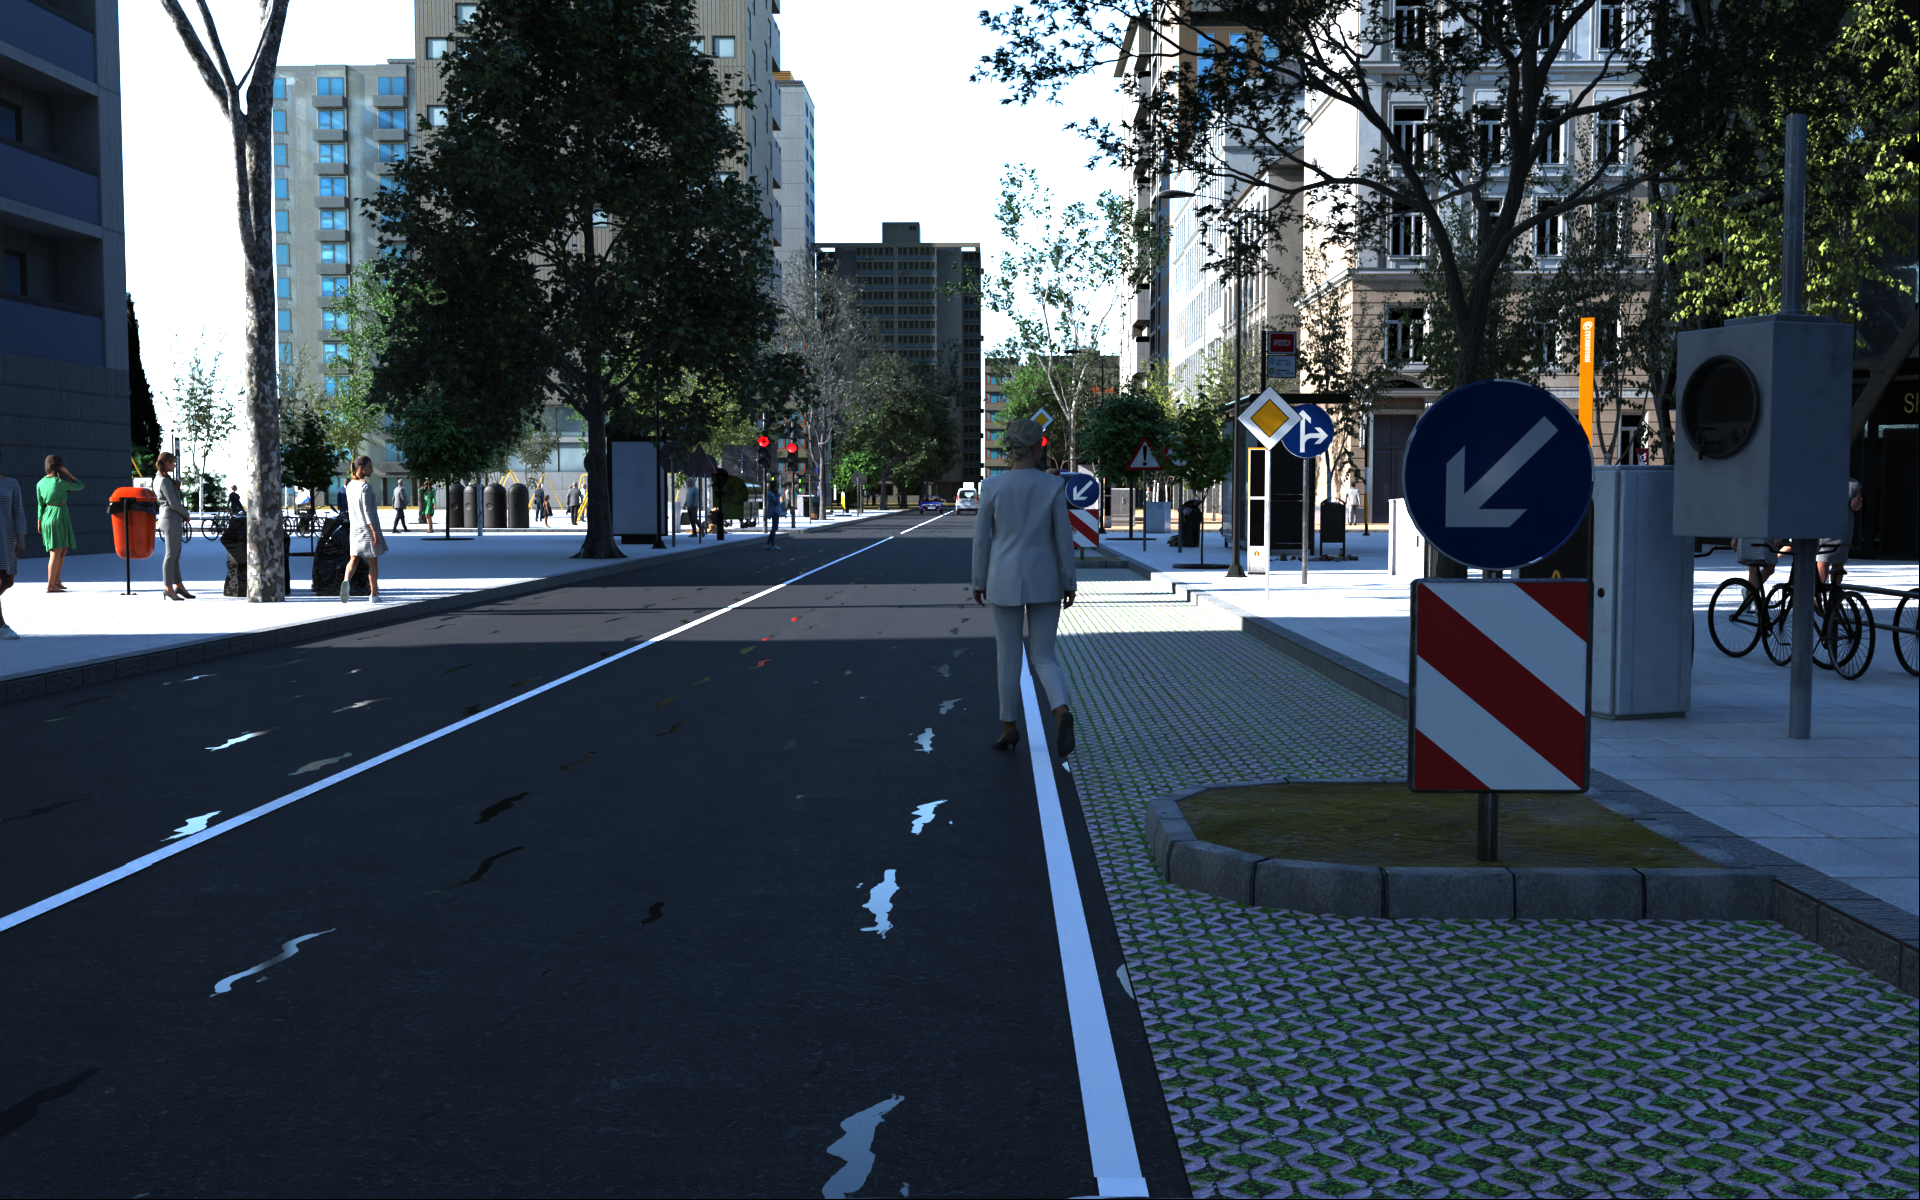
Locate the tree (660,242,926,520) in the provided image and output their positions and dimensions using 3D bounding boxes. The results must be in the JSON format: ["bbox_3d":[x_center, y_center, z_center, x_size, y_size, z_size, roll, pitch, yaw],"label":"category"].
[{"bbox_3d":[-6.931,-10.692,85.188,12.009,13.543,11.850,0,3,0],"label":"tree"}]

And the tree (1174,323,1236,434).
[{"bbox_3d":[11.636,-7.353,70.577,4.360,8.622,3.978,0,3,0],"label":"tree"}]

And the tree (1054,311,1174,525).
[{"bbox_3d":[5.866,-7.355,70.616,4.360,8.622,3.978,0,3,0],"label":"tree"}]

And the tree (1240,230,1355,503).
[{"bbox_3d":[10.640,-6.011,48.636,4.360,8.622,3.978,0,3,0],"label":"tree"}]

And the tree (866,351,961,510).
[{"bbox_3d":[-5.944,-13.416,136.354,9.611,12.733,9.660,0,3,0],"label":"tree"}]

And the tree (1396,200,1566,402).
[{"bbox_3d":[12.825,-5.688,43.354,4.737,8.622,4.395,0,3,0],"label":"tree"}]

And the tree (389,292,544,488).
[{"bbox_3d":[-27.136,-11.537,95.290,9.857,13.997,8.962,0,3,0],"label":"tree"}]

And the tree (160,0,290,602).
[{"bbox_3d":[-9.713,-10.060,20.367,12.611,20.169,13.585,0,3,0],"label":"tree"}]

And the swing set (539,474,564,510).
[{"bbox_3d":[-33.110,-8.598,138.204,2.862,2.851,3.119,-1,4,-13],"label":"swing set"}]

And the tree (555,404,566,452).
[{"bbox_3d":[-33.157,-11.206,133.582,4.360,8.622,3.978,0,3,0],"label":"tree"}]

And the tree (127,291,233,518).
[{"bbox_3d":[-56.906,-13.075,115.593,13.155,14.587,18.604,0,4,-6],"label":"tree"}]

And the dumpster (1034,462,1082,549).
[{"bbox_3d":[2.202,-2.444,44.911,1.985,2.255,1.502,0,4,1],"label":"dumpster"}]

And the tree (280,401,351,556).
[{"bbox_3d":[-13.590,-2.546,36.225,1.663,3.219,1.824,0,3,0],"label":"tree"}]

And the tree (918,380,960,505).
[{"bbox_3d":[-4.402,-17.673,195.608,9.857,13.997,8.962,0,3,0],"label":"tree"}]

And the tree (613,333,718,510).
[{"bbox_3d":[-12.400,-7.301,69.731,4.737,8.622,4.395,0,3,0],"label":"tree"}]

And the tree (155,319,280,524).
[{"bbox_3d":[-32.265,-7.550,73.798,4.360,8.622,3.978,0,3,0],"label":"tree"}]

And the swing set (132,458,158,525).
[{"bbox_3d":[-32.574,-4.268,67.406,2.862,2.851,3.119,-2,4,-32],"label":"swing set"}]

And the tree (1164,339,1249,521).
[{"bbox_3d":[12.092,-8.081,82.487,4.737,8.622,4.395,0,3,0],"label":"tree"}]

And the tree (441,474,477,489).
[{"bbox_3d":[-32.670,-10.192,116.998,4.737,8.622,4.395,0,3,0],"label":"tree"}]

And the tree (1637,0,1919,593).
[{"bbox_3d":[11.039,-4.408,22.436,4.737,8.622,4.395,0,3,0],"label":"tree"}]

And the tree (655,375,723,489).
[{"bbox_3d":[-15.590,-9.011,97.695,4.360,8.622,3.978,0,3,0],"label":"tree"}]

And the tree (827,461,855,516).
[{"bbox_3d":[-6.807,-6.555,101.775,1.663,3.219,1.824,0,3,0],"label":"tree"}]

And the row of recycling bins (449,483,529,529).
[{"bbox_3d":[-17.819,-3.556,65.247,3.534,1.692,1.069,1,4,19],"label":"row of recycling bins"}]

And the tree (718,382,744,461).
[{"bbox_3d":[-16.451,-9.597,107.277,4.737,8.622,4.395,0,3,0],"label":"tree"}]

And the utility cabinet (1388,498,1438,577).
[{"bbox_3d":[7.106,-0.967,26.968,0.306,1.237,1.020,-2,4,-25],"label":"utility cabinet"}]

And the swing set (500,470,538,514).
[{"bbox_3d":[-29.122,-7.001,112.083,2.862,2.851,3.119,-1,4,-9],"label":"swing set"}]

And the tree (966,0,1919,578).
[{"bbox_3d":[4.209,-4.898,14.492,8.767,10.594,7.601,0,4,1],"label":"tree"}]

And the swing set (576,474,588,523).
[{"bbox_3d":[-15.086,-4.681,74.160,2.862,2.851,3.119,-1,4,-14],"label":"swing set"}]

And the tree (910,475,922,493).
[{"bbox_3d":[-5.514,-12.097,181.496,4.285,4.588,4.351,0,3,0],"label":"tree"}]

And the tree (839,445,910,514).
[{"bbox_3d":[-6.499,-8.001,114.531,4.285,4.588,4.351,0,3,0],"label":"tree"}]

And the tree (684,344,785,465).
[{"bbox_3d":[-14.987,-12.098,115.926,7.486,12.596,7.792,0,3,0],"label":"tree"}]

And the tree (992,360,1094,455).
[{"bbox_3d":[6.149,-12.611,131.938,9.928,11.665,9.643,0,3,0],"label":"tree"}]

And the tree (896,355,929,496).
[{"bbox_3d":[-2.571,-21.637,209.654,12.611,20.169,13.585,0,3,0],"label":"tree"}]

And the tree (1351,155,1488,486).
[{"bbox_3d":[11.607,-5.356,37.926,4.360,8.622,3.978,0,3,0],"label":"tree"}]

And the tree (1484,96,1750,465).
[{"bbox_3d":[12.210,-5.008,32.248,4.360,8.622,3.978,0,3,0],"label":"tree"}]

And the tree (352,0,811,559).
[{"bbox_3d":[-7.365,-7.182,34.439,9.611,12.733,9.660,0,3,0],"label":"tree"}]

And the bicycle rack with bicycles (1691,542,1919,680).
[{"bbox_3d":[5.803,0.058,12.428,2.852,0.926,2.925,0,4,6],"label":"bicycle rack with bicycles"}]

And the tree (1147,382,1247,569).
[{"bbox_3d":[4.071,-2.166,30.019,1.663,3.219,1.824,0,3,0],"label":"tree"}]

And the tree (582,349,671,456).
[{"bbox_3d":[-23.368,-11.781,118.381,9.928,11.665,9.643,0,3,0],"label":"tree"}]

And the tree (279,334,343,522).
[{"bbox_3d":[-31.283,-7.975,80.754,4.360,8.622,3.978,0,3,0],"label":"tree"}]

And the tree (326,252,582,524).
[{"bbox_3d":[-23.225,-9.095,74.459,9.928,11.665,9.643,0,3,0],"label":"tree"}]

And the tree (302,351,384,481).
[{"bbox_3d":[-30.742,-8.360,87.043,4.737,8.622,4.395,0,3,0],"label":"tree"}]

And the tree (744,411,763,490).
[{"bbox_3d":[-15.282,-10.595,123.591,4.737,8.622,4.395,0,3,0],"label":"tree"}]

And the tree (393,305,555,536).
[{"bbox_3d":[-14.927,-6.261,52.731,4.360,8.622,3.978,0,3,0],"label":"tree"}]

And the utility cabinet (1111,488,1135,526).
[{"bbox_3d":[6.322,-3.654,68.423,1.173,1.500,0.318,0,4,-3],"label":"utility cabinet"}]

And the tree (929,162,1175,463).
[{"bbox_3d":[5.230,-14.944,100.221,12.611,20.169,13.585,0,3,0],"label":"tree"}]

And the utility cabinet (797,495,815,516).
[{"bbox_3d":[-9.166,-5.627,103.165,1.020,1.237,0.306,0,4,8],"label":"utility cabinet"}]

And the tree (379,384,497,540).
[{"bbox_3d":[-14.444,-3.958,48.427,4.285,4.588,4.351,0,3,0],"label":"tree"}]

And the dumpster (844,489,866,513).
[{"bbox_3d":[-7.209,-7.076,118.180,1.502,2.255,1.985,0,4,1],"label":"dumpster"}]

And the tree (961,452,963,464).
[{"bbox_3d":[-4.964,-14.484,153.818,9.611,12.733,9.660,0,3,0],"label":"tree"}]

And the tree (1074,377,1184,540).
[{"bbox_3d":[4.727,-3.969,48.604,4.285,4.588,4.351,0,3,0],"label":"tree"}]

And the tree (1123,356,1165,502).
[{"bbox_3d":[10.144,-8.603,91.029,4.737,8.622,4.395,0,3,0],"label":"tree"}]

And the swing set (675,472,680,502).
[{"bbox_3d":[-20.962,-7.801,125.166,3.119,2.851,2.862,2,4,27],"label":"swing set"}]
